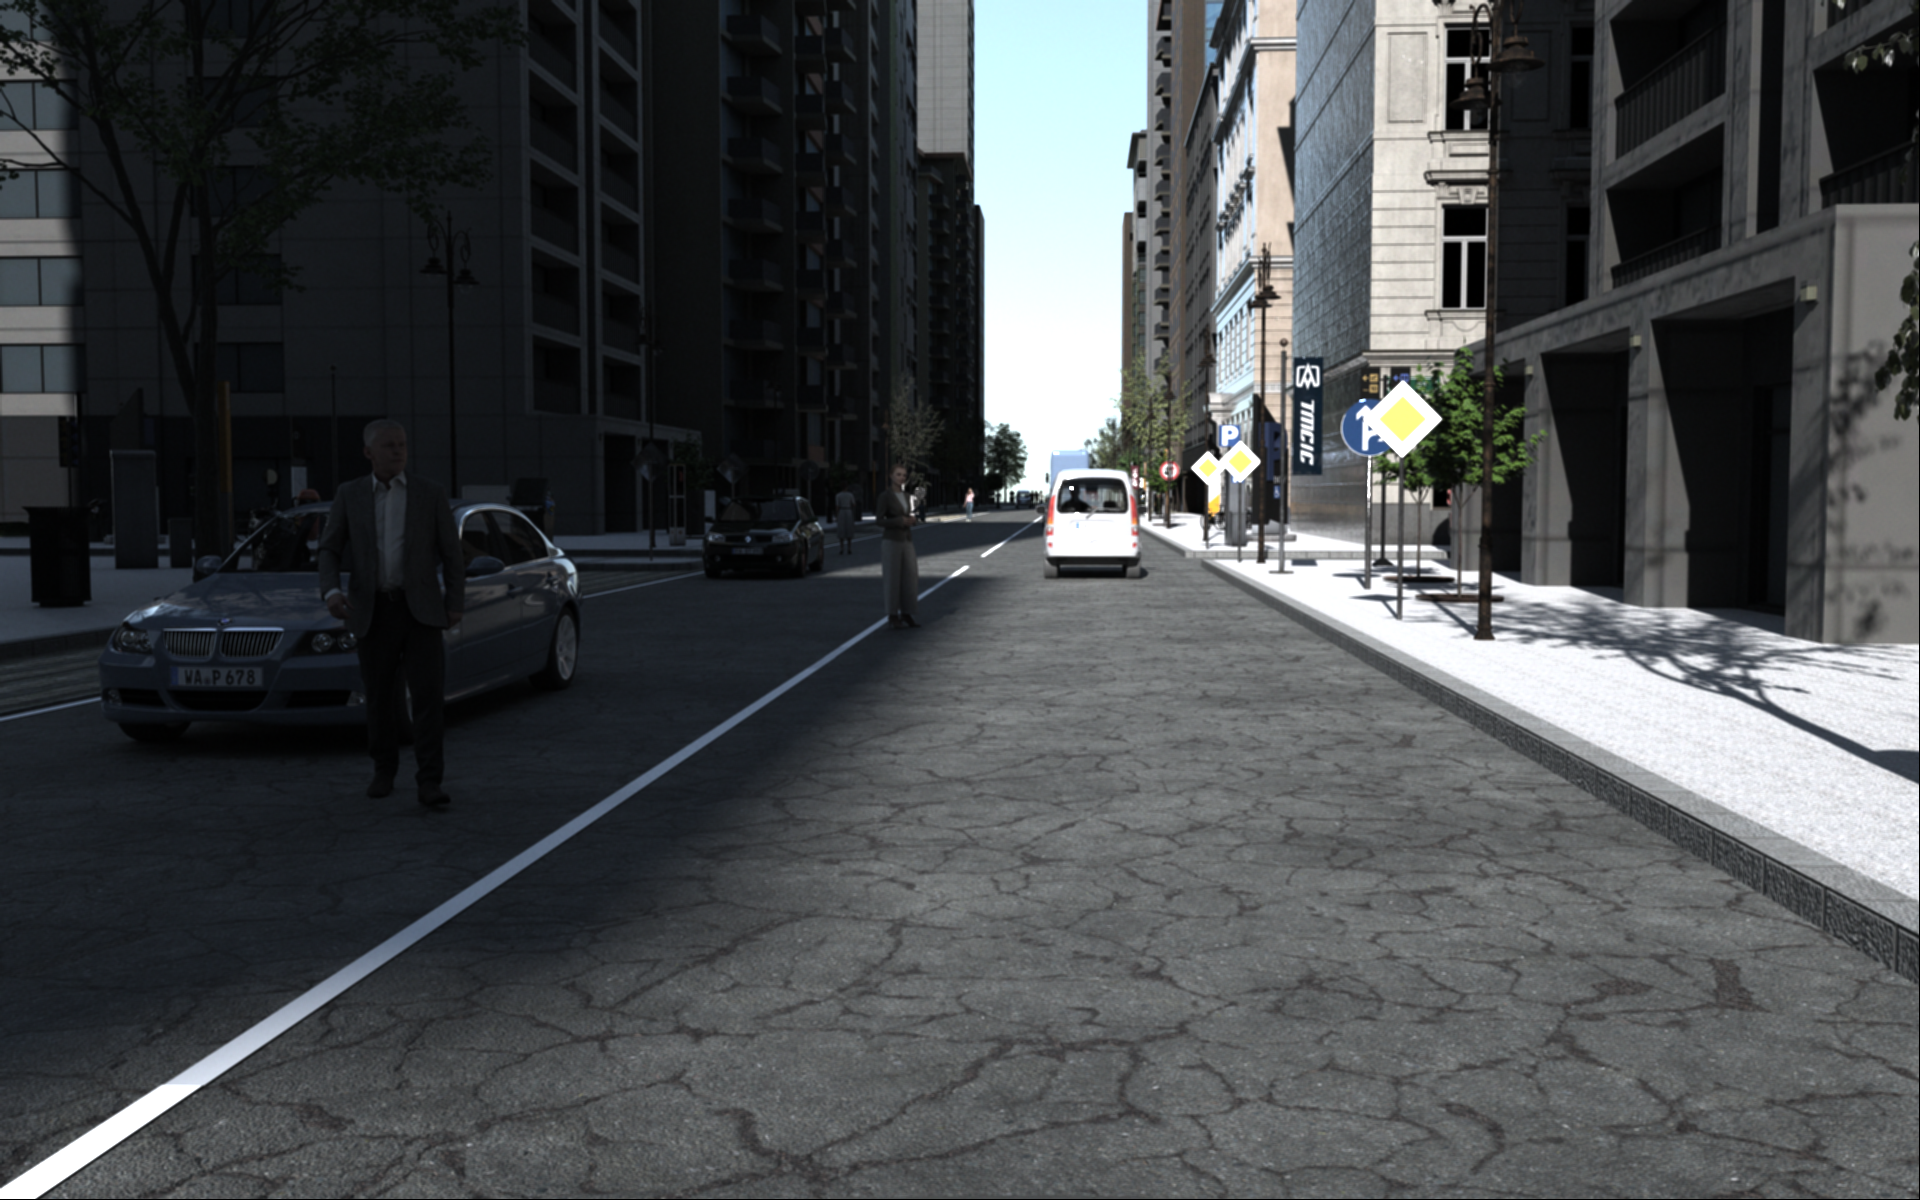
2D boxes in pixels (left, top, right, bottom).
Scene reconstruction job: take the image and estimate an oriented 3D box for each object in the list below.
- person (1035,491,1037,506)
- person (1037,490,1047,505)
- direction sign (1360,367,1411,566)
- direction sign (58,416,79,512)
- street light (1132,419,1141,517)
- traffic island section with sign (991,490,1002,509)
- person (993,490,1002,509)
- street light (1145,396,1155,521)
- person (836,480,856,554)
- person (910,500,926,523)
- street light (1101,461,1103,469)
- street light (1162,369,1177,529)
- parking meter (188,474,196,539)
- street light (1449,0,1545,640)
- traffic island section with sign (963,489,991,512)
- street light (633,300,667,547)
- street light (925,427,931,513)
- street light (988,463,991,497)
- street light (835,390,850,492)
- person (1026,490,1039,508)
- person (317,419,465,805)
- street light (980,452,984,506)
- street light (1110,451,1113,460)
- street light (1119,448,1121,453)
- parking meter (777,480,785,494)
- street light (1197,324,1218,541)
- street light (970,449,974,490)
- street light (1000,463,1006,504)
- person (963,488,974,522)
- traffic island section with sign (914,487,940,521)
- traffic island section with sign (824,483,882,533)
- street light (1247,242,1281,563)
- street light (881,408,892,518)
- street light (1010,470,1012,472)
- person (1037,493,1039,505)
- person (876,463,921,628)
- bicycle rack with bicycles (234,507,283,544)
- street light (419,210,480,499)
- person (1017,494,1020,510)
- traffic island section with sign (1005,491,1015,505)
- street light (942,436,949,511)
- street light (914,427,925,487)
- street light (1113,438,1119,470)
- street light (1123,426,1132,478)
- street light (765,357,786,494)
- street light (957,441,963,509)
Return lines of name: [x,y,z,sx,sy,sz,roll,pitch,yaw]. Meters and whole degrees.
person: [9.284,-12.408,211.001,0.705,1.869,1.348,0,4,8]
person: [6.811,-8.227,143.797,0.721,1.735,1.217,-3,5,-40]
direction sign: [7.586,-2.385,30.986,0.876,3.537,0.379,0,4,4]
direction sign: [-26.057,-3.589,50.685,0.379,3.537,0.876,0,4,6]
street light: [10.156,-7.666,98.124,0.468,5.910,1.993,0,4,4]
traffic island section with sign: [3.097,-9.745,167.958,1.989,1.847,2.006,0,4,4]
person: [3.618,-9.628,166.001,0.705,1.814,1.350,3,5,41]
street light: [8.945,-6.643,81.406,0.468,5.910,1.993,0,4,4]
person: [-2.732,-1.972,41.313,0.480,1.755,0.524,-1,4,-10]
person: [-2.053,-4.393,85.820,1.012,1.151,0.738,-2,4,-26]
street light: [20.919,-17.423,257.658,0.468,5.910,1.993,0,4,4]
street light: [7.757,-5.595,64.259,0.468,5.910,1.993,0,4,4]
parking meter: [-21.773,-2.663,49.252,0.255,1.863,0.399,-1,4,-21]
street light: [4.625,-2.588,15.100,0.468,5.910,1.993,0,4,4]
traffic island section with sign: [1.272,-8.077,140.693,1.989,1.847,2.006,0,4,4]
street light: [-7.393,-4.202,41.485,0.468,5.910,1.993,0,4,4]
street light: [-2.279,-8.891,118.161,0.468,5.910,1.993,0,4,4]
street light: [3.320,-13.959,201.015,0.468,5.910,1.993,0,4,4]
street light: [-5.123,-6.273,75.352,0.468,5.910,1.993,0,4,4]
person: [7.278,-10.137,174.205,1.348,1.831,0.705,0,4,3]
person: [-2.612,0.053,8.034,0.661,1.777,0.834,-2,4,-26]
street light: [2.350,-12.989,185.155,0.468,5.910,1.993,0,4,4]
street light: [14.077,-11.330,158.029,0.468,5.910,1.993,0,4,4]
street light: [11.894,-9.262,124.224,0.468,5.910,1.993,0,4,4]
parking meter: [-7.243,-3.917,69.755,0.399,1.863,0.255,0,4,-4]
street light: [6.730,-4.555,47.265,0.468,5.910,1.993,0,4,4]
street light: [1.237,-11.970,168.502,0.468,5.910,1.993,0,4,4]
street light: [5.566,-16.006,234.479,0.468,5.910,1.993,0,4,4]
person: [0.480,-4.955,90.111,0.593,1.750,0.643,1,4,16]
traffic island section with sign: [-2.069,-5.038,90.991,1.989,1.847,2.006,0,4,4]
traffic island section with sign: [-3.904,-3.371,63.740,1.989,1.847,2.006,0,4,4]
street light: [5.597,-3.623,32.018,0.468,5.910,1.993,0,4,4]
street light: [-3.938,-7.358,93.097,0.468,5.910,1.993,0,4,4]
street light: [7.869,-18.042,267.779,0.468,5.910,1.993,0,4,4]
person: [10.081,-13.281,226.090,0.683,1.767,0.568,2,4,26]
person: [-0.642,-0.579,18.523,0.362,1.759,0.519,3,5,43]
bicycle rack with bicycles: [-18.426,-1.987,45.866,2.925,0.926,2.852,-1,4,-20]
street light: [-8.323,-3.401,28.395,0.468,5.910,1.993,0,4,4]
person: [5.378,-8.926,157.663,0.599,1.433,0.991,0,4,-5]
traffic island section with sign: [6.758,-13.072,222.348,1.989,1.847,2.006,0,4,4]
street light: [-1.110,-9.914,134.876,0.468,5.910,1.993,0,4,4]
street light: [-2.729,-8.409,110.273,0.468,5.910,1.993,0,4,4]
street light: [12.905,-10.281,140.883,0.468,5.910,1.993,0,4,4]
street light: [11.282,-8.696,114.969,0.468,5.910,1.993,0,4,4]
street light: [-6.244,-5.255,58.700,0.468,5.910,1.993,0,4,4]
street light: [0.034,-10.939,151.640,0.468,5.910,1.993,0,4,4]
